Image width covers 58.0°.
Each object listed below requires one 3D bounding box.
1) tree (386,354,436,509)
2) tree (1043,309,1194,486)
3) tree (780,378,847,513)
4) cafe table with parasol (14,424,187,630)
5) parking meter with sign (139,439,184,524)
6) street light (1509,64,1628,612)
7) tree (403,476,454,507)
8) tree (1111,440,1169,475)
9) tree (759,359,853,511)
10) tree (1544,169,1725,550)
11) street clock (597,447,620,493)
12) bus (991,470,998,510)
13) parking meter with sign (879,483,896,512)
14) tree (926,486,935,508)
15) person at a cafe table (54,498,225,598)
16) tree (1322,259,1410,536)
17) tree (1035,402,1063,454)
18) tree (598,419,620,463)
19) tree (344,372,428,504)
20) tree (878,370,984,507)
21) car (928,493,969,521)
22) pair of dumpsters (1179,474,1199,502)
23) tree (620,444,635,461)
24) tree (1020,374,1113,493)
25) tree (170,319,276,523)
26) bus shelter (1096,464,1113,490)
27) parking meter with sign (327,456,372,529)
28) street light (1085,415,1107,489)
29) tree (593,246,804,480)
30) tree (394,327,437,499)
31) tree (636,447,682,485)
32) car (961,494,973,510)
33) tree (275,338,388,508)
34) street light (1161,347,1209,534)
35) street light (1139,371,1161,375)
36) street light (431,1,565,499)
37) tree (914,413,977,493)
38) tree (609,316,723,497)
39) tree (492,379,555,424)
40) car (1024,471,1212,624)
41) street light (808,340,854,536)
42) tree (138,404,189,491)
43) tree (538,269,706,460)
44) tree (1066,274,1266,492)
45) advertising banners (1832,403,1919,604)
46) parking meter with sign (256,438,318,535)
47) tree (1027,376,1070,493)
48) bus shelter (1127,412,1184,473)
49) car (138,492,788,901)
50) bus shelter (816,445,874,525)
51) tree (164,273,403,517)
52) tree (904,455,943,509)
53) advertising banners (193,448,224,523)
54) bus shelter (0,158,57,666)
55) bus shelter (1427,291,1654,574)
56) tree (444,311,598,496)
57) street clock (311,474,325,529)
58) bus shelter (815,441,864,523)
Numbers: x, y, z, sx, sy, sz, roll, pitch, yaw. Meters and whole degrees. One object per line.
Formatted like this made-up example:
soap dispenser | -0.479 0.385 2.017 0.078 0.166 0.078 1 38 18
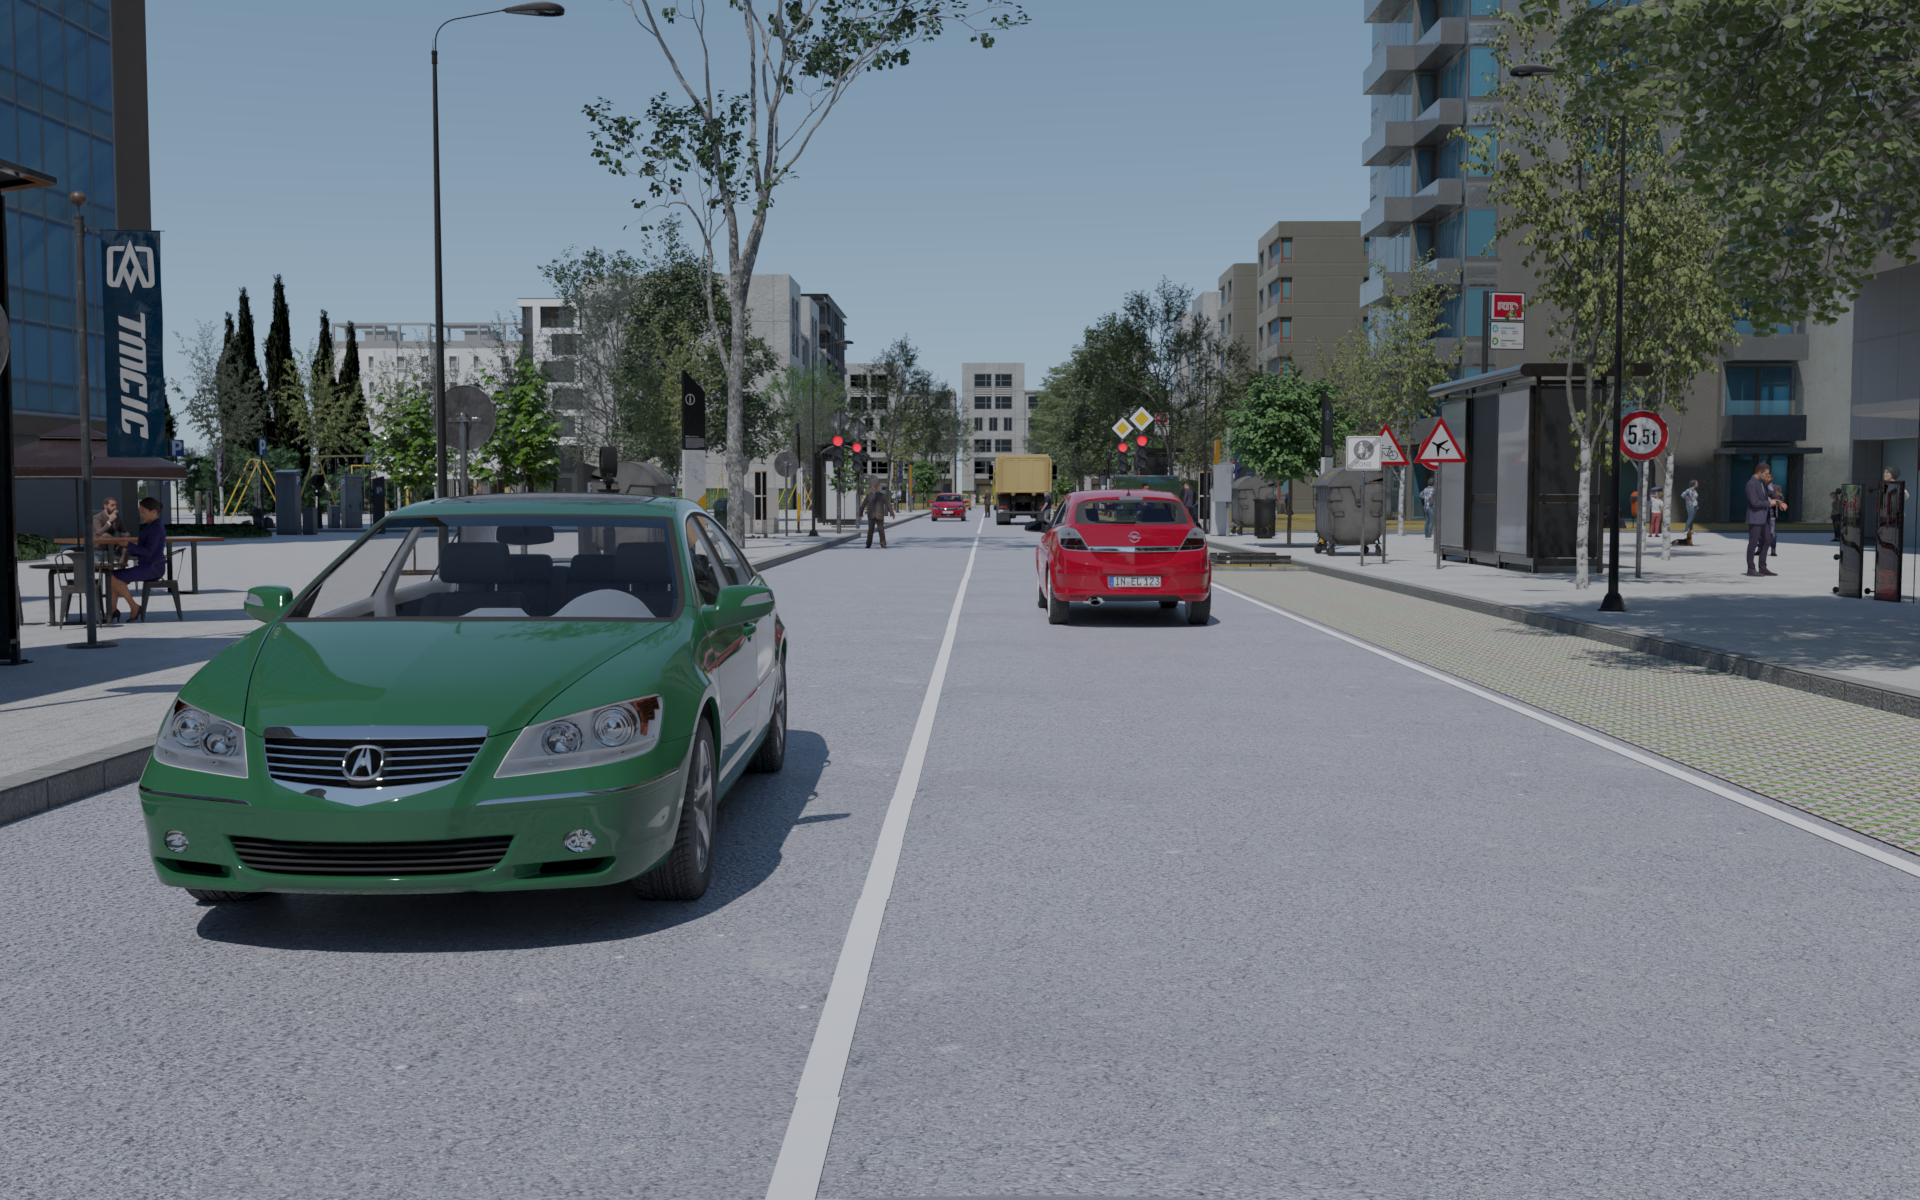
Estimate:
tree | -28.889 -8.525 89.740 4.737 8.622 4.395 0 3 0
tree | 9.753 -11.661 107.660 9.611 12.733 9.660 0 3 0
tree | -8.978 -9.652 108.179 4.360 8.622 3.978 0 3 0
cafe table with parasol | -8.694 -0.747 17.075 2.610 1.966 2.610 2 4 29
parking meter with sign | -25.755 -3.635 55.699 1.738 3.016 0.543 2 4 26
street light | 6.635 -2.834 18.873 1.470 5.913 1.316 0 4 1
tree | -46.697 -13.780 127.124 13.155 14.587 18.604 2 4 25
tree | 9.679 -6.631 92.124 4.285 4.588 4.351 0 3 0
tree | -12.018 -12.755 134.300 9.928 11.665 9.643 0 3 0
tree | 15.584 -5.451 39.488 4.360 8.622 3.978 0 3 0
street clock | -5.371 -1.341 26.498 0.358 2.002 0.471 -1 4 -19
bus | 4.206 -10.070 156.194 2.896 3.916 12.252 0 4 1
parking meter with sign | -5.390 -7.775 123.387 1.738 3.016 0.543 -1 4 -10
tree | -3.150 -9.925 156.878 1.663 3.219 1.824 0 3 0
person at a cafe table | -10.638 -0.691 22.156 1.726 1.238 1.698 3 5 42
tree | 13.393 -6.250 52.556 4.737 8.622 4.395 0 3 0
tree | 9.712 -12.840 144.349 7.601 10.594 8.767 -1 4 -9
tree | -27.383 -10.769 126.432 4.360 8.622 3.978 0 3 0
tree | -8.615 -2.018 27.593 1.663 3.219 1.824 0 3 0
tree | -3.220 -15.983 171.684 12.009 13.543 11.850 0 3 0
car | -0.587 -5.076 92.031 2.155 1.783 4.494 0 4 1
pair of dumpsters | 11.335 -5.122 86.232 1.574 2.255 4.437 0 4 1
tree | -25.833 -11.284 134.852 4.360 8.622 3.978 0 3 0
tree | 11.030 -16.043 172.667 12.009 13.543 11.850 0 3 0
tree | -31.055 -7.488 72.795 4.360 8.622 3.978 0 3 0
bus shelter | 10.595 -7.743 120.524 2.014 3.302 5.546 0 4 1
parking meter with sign | -22.879 -4.205 65.013 0.543 3.016 1.738 3 5 40
street light | 8.066 -7.911 101.893 1.470 5.913 1.316 0 4 1
tree | -12.561 -10.004 80.573 9.611 12.733 9.660 0 3 0
tree | -23.122 -7.721 76.597 4.360 8.622 3.978 0 3 0
tree | -21.454 -10.872 128.116 4.360 8.622 3.978 0 3 0
car | 0.136 -8.727 152.916 2.015 1.641 3.980 0 4 2
tree | -30.513 -8.092 82.672 4.737 8.622 4.395 0 3 0
street light | 7.253 -5.042 54.984 1.470 5.913 1.316 0 4 1
street light | 7.465 -5.697 65.685 1.470 5.913 1.316 0 4 1
street light | -4.426 -2.689 16.504 1.470 5.913 1.316 0 4 1
tree | -2.017 -17.272 208.147 9.928 11.665 9.643 0 3 0
tree | -11.901 -7.373 70.910 4.737 8.622 4.395 0 3 0
tree | -26.478 -9.489 105.511 4.737 8.622 4.395 0 3 0
car | 1.857 -0.702 20.517 2.155 1.783 4.494 0 3 0
street light | -3.905 -4.885 52.417 1.470 5.913 1.316 0 4 1
tree | -45.529 -7.588 86.970 20.602 7.101 11.467 2 4 31
tree | -18.662 -11.209 93.638 12.009 13.543 11.850 0 3 0
tree | 9.047 -8.467 72.852 8.767 10.594 7.601 0 4 6
advertising banners | 11.093 -1.497 20.657 0.090 3.025 2.074 0 4 -5
parking meter with sign | -21.085 -3.552 54.340 1.738 3.016 0.543 0 4 3
tree | 9.474 -13.912 153.219 9.928 11.665 9.643 0 3 0
bus shelter | 9.157 -6.425 82.684 2.179 5.291 8.768 0 4 1
car | -1.815 0.256 7.609 2.131 1.459 4.920 0 4 0
bus shelter | -4.826 -4.868 73.509 2.014 3.302 5.546 0 4 1
tree | -43.420 -12.513 106.411 13.155 14.587 18.604 0 4 -5
tree | -3.137 -9.856 144.864 4.285 4.588 4.351 0 3 0
advertising banners | -28.675 -4.278 66.128 2.074 3.025 0.090 2 4 35
bus shelter | -7.606 -1.139 9.912 1.731 3.624 6.357 0 4 1
bus shelter | 10.103 -3.324 31.981 2.179 5.291 8.768 0 4 1
tree | -17.472 -7.239 68.722 4.360 8.622 3.978 0 3 0
street clock | -23.600 -3.618 63.725 0.358 2.002 0.471 1 4 18
bus shelter | -5.517 -5.406 79.669 1.731 3.624 6.357 0 4 1
